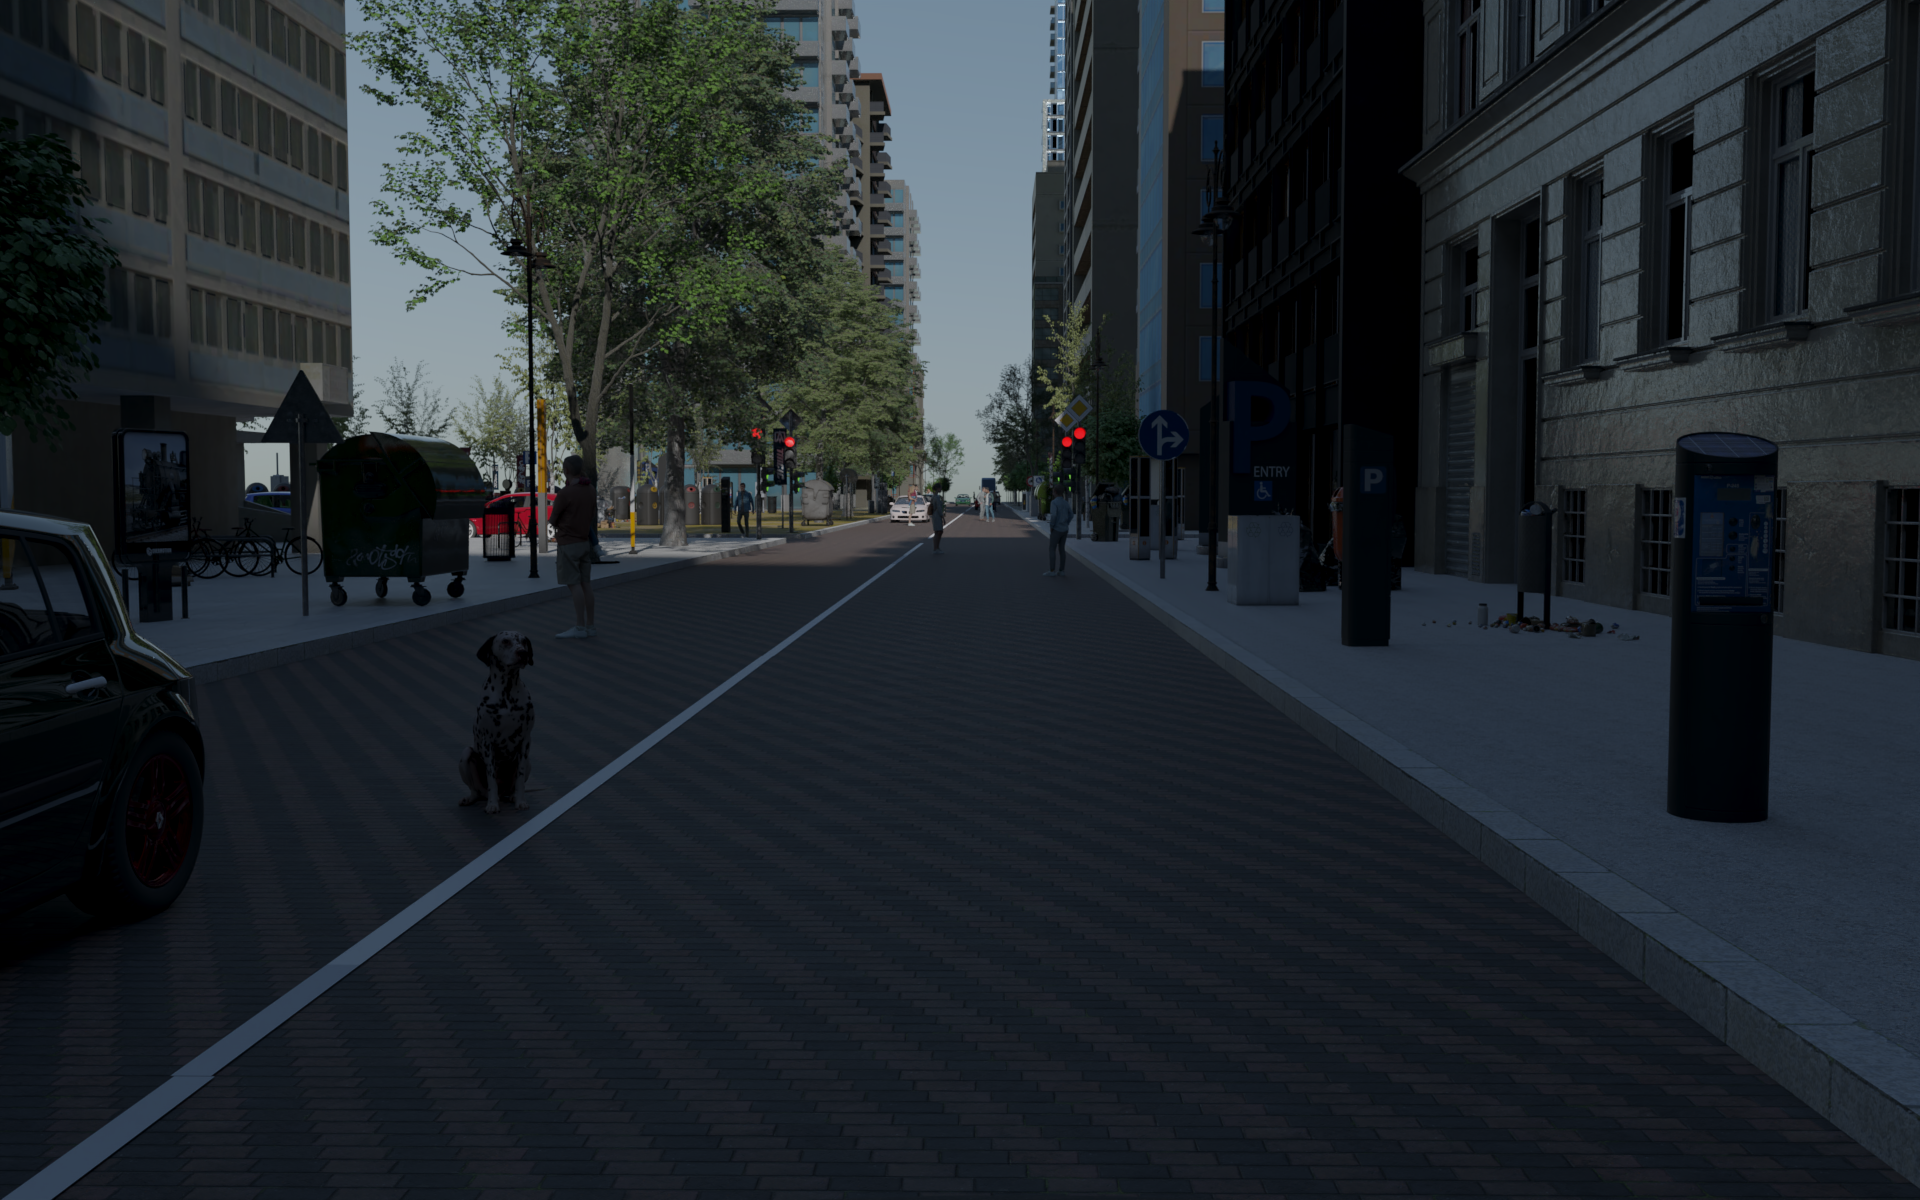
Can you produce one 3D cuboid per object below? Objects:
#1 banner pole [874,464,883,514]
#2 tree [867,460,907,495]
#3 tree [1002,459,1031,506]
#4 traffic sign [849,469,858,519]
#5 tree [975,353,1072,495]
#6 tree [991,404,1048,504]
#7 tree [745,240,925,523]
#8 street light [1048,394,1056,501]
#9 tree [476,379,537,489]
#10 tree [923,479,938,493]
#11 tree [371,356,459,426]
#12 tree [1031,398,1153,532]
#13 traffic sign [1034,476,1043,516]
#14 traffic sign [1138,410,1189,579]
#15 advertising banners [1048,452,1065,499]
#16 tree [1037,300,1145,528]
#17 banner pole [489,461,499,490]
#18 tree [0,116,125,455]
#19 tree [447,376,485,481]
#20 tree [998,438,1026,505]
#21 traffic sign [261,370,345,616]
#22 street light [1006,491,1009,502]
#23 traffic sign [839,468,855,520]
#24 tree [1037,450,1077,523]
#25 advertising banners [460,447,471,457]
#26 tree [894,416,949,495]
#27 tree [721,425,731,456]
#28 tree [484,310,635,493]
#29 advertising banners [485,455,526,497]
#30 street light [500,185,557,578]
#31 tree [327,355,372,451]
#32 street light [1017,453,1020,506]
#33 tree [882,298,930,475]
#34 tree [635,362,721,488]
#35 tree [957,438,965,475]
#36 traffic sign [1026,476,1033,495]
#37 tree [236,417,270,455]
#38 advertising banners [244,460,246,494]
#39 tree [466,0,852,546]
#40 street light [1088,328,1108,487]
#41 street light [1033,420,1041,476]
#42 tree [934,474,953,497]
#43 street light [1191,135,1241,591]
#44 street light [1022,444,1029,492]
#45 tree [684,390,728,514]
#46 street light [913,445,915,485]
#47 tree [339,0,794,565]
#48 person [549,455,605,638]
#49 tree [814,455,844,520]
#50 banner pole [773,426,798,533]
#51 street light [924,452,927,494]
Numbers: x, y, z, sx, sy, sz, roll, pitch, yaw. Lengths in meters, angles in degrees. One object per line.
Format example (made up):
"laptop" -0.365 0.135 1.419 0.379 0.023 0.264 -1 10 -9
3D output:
"banner pole" -5.123 -7.318 109.671 0.863 3.779 0.401 2 4 32
"tree" -5.901 -9.481 138.731 4.285 4.588 4.351 0 3 0
"tree" 5.846 -9.725 142.711 4.285 4.588 4.351 0 3 0
"traffic sign" -5.599 -5.420 88.726 0.768 2.556 0.104 0 4 8
"tree" 4.990 -10.991 114.114 8.767 10.594 7.601 0 4 8
"tree" 7.366 -18.270 216.842 7.486 12.596 7.792 0 3 0
"tree" -5.892 -9.747 77.486 7.486 12.596 7.792 0 3 0
"street light" 4.342 -6.591 80.544 0.468 5.910 1.993 0 4 1
"tree" -28.951 -9.828 111.046 4.360 8.622 3.978 0 3 0
"tree" -3.970 -14.209 226.913 1.663 3.219 1.824 0 3 0
"tree" -29.470 -8.746 93.357 4.360 8.622 3.978 0 3 0
"tree" 5.251 -4.632 59.441 4.285 4.588 4.351 0 3 0
"traffic sign" 4.436 -5.818 97.258 0.606 2.300 0.079 1 4 10
"traffic sign" 3.080 -1.599 26.251 0.768 2.556 0.104 0 4 3
"advertising banners" 4.132 -4.712 73.221 0.090 3.025 2.074 2 4 27
"tree" 4.865 -7.036 65.393 4.737 8.622 4.395 0 3 0
"banner pole" -34.593 -8.462 128.378 0.863 3.779 0.401 -2 4 -26
"tree" -7.921 -1.784 12.882 4.285 4.588 4.351 0 3 0
"tree" -28.347 -9.400 104.056 4.737 8.622 4.395 0 3 0
"tree" 6.472 -15.540 204.447 4.360 8.622 3.978 0 3 0
"traffic sign" -6.890 -1.111 18.164 0.884 2.594 0.081 0 4 2
"street light" 7.486 -17.925 265.853 0.468 5.910 1.993 0 4 1
"traffic sign" -5.541 -5.182 84.834 0.768 2.556 0.104 0 4 8
"tree" 4.484 -5.018 76.645 1.663 3.219 1.824 0 3 0
"advertising banners" -18.807 -4.133 63.763 0.090 3.025 2.074 3 4 36
"tree" -4.703 -16.160 198.631 7.601 10.594 8.767 0 4 5
"tree" -18.139 -10.408 120.525 4.737 8.622 4.395 0 3 0
"tree" -14.068 -6.743 60.610 4.737 8.622 4.395 0 3 0
"advertising banners" -20.152 -4.922 76.661 2.074 3.025 0.090 -1 4 -17
"street light" -6.522 -3.275 26.337 0.468 5.910 1.993 0 4 1
"tree" -31.195 -8.319 86.382 4.737 8.622 4.395 0 3 0
"street light" 5.630 -11.215 156.146 0.468 5.910 1.993 0 4 1
"tree" -6.443 -11.729 98.420 9.857 13.997 8.962 0 3 0
"tree" -16.174 -8.699 92.593 4.737 8.622 4.395 0 3 0
"tree" -2.643 -22.120 287.422 9.928 11.665 9.643 0 3 0
"traffic sign" 4.996 -7.370 120.597 0.768 2.556 0.104 1 4 11
"tree" -29.228 -7.191 67.929 4.360 8.622 3.978 0 3 0
"advertising banners" -35.832 -5.627 88.186 2.074 3.025 0.090 -1 4 -21
"tree" -7.100 -8.316 42.614 9.857 13.997 8.962 0 3 0
"street light" 3.844 -4.626 48.427 0.468 5.910 1.993 0 4 1
"street light" 4.708 -8.145 105.957 0.468 5.910 1.993 0 4 1
"tree" -2.687 -18.020 278.335 4.285 4.588 4.351 0 3 0
"street light" 3.345 -3.059 22.795 0.468 5.910 1.993 0 4 1
"street light" 5.125 -9.711 131.562 0.468 5.910 1.993 0 4 1
"tree" -16.993 -9.959 113.194 4.360 8.622 3.978 0 3 0
"street light" -4.306 -11.438 159.793 0.468 5.910 1.993 0 4 1
"tree" -6.882 -6.461 31.386 9.928 11.665 9.643 0 3 0
"person" -3.852 -0.546 17.396 0.573 1.828 0.580 -2 4 -25
"tree" -6.489 -5.628 86.620 1.663 3.219 1.824 0 3 0
"banner pole" -5.834 -4.141 57.729 0.863 3.779 0.401 0 4 5
"street light" -3.719 -13.004 185.398 0.468 5.910 1.993 0 4 1
